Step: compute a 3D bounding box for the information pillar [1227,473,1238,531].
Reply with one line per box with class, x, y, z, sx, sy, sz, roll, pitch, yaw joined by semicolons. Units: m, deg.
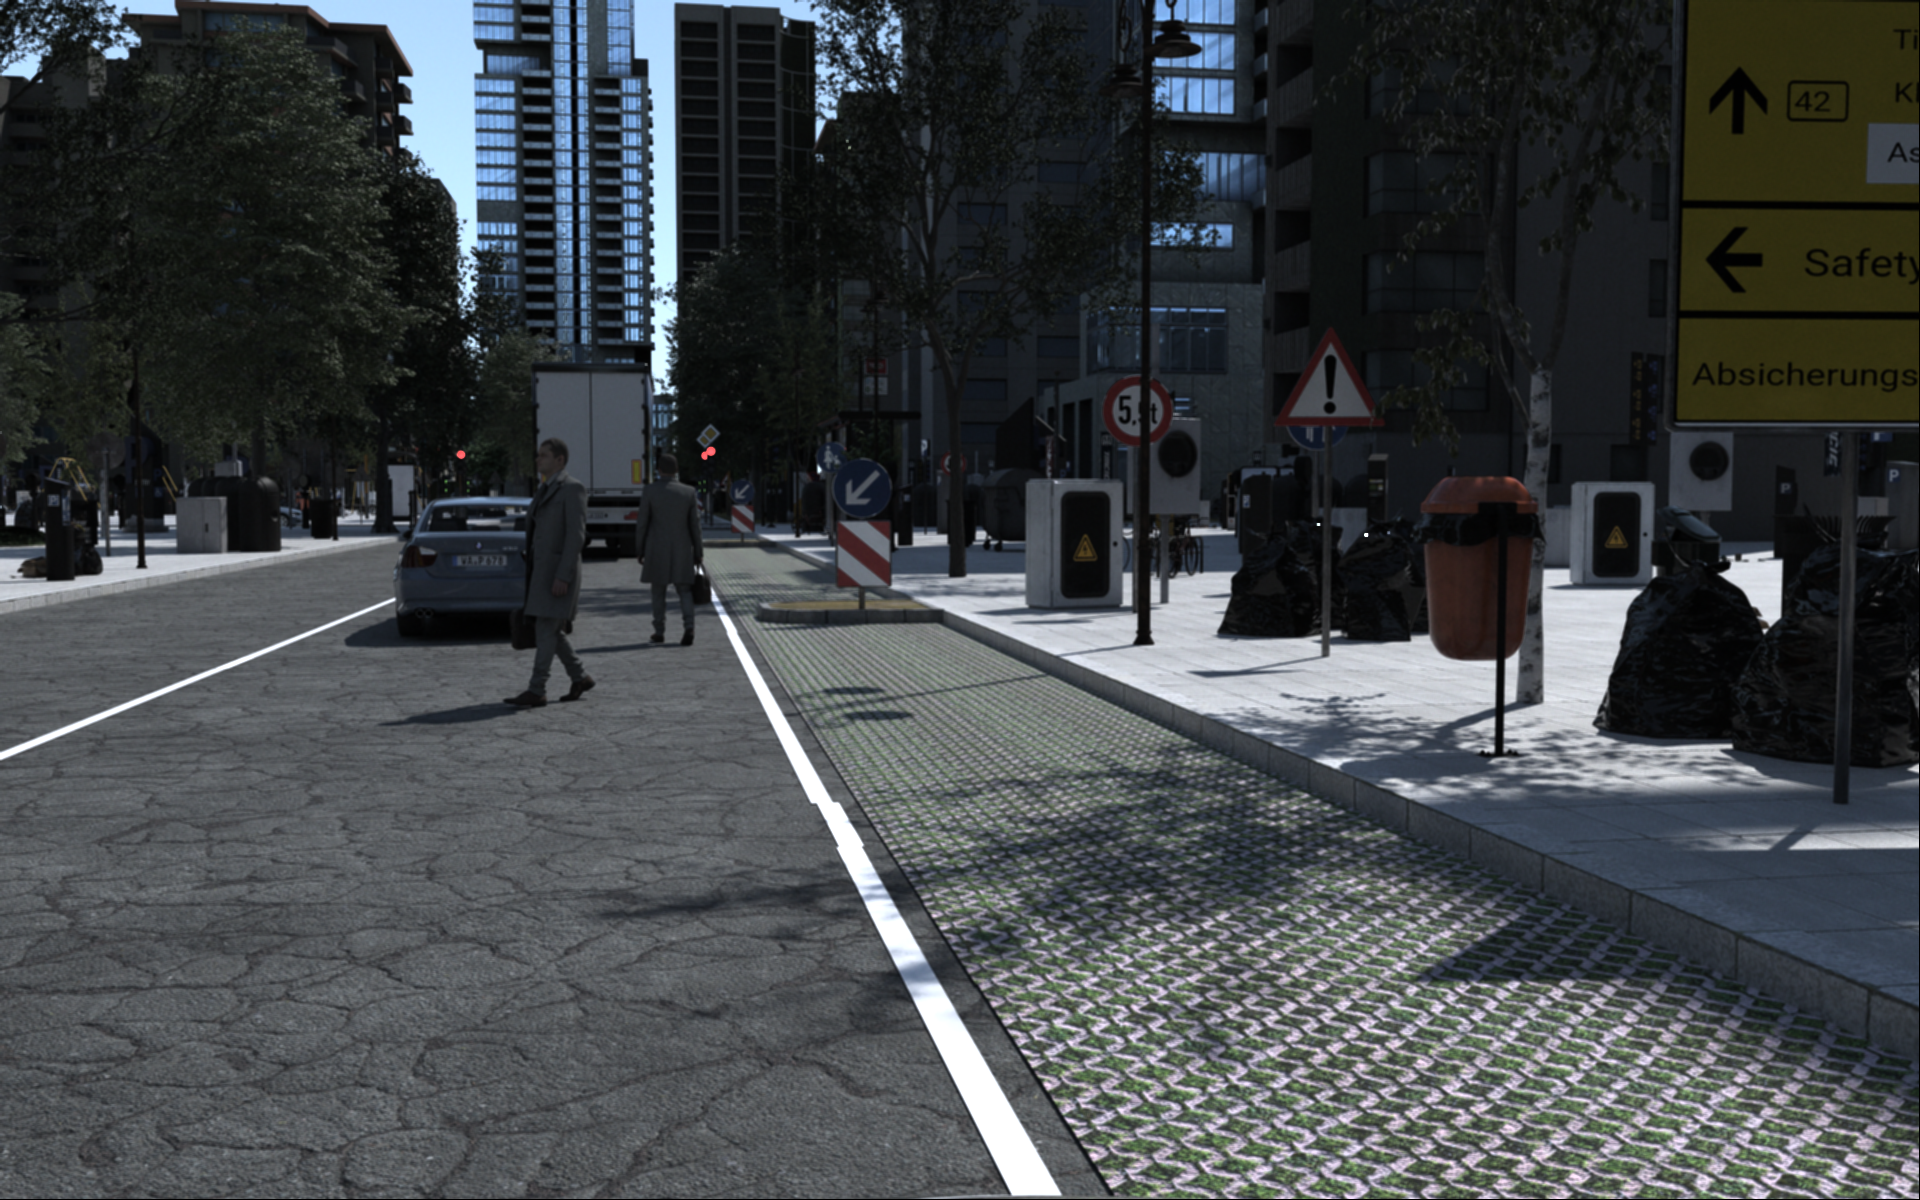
information pillar;9.564;-3.452;60.935;0.304;2.012;0.304;1;4;12

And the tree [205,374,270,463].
tree;-42.439;-9.272;101.959;4.360;8.622;3.978;0;3;0

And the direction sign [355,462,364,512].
direction sign;-42.315;-7.978;122.436;0.379;3.537;0.876;3;4;36

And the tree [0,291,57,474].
tree;-49.641;-10.325;86.939;7.486;12.596;7.792;0;3;0

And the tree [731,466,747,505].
tree;-14.092;-7.006;109.148;1.663;3.219;1.824;0;3;0

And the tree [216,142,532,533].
tree;-18.961;-8.538;56.610;9.611;12.733;9.660;0;3;0

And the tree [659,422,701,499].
tree;-32.780;-18.817;218.029;12.009;13.543;11.850;0;3;0

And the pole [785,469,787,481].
pole;-10.239;-6.614;101.987;0.158;3.312;0.155;0;3;0

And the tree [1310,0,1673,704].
tree;3.694;-3.681;10.555;4.360;8.622;3.978;0;3;0

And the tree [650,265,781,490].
tree;-19.481;-17.477;141.633;12.611;20.169;13.585;0;3;0

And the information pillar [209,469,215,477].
information pillar;-21.551;-2.800;50.276;0.304;2.012;0.304;2;4;33

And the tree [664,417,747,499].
tree;-27.727;-16.537;187.380;9.611;12.733;9.660;0;3;0

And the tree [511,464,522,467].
tree;-34.856;-12.784;143.425;7.601;10.594;8.767;1;4;10

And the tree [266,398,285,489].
tree;-45.490;-9.772;110.134;4.737;8.622;4.395;0;3;0

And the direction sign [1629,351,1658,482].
direction sign;10.982;-2.194;27.871;0.876;3.537;0.379;-3;5;-43

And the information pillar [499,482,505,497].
information pillar;-27.899;-6.179;105.518;0.304;2.012;0.304;-2;4;-24

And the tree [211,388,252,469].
tree;-35.049;-7.855;78.793;4.737;8.622;4.395;0;3;0

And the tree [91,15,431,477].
tree;-16.685;-7.548;41.533;7.486;12.596;7.792;0;3;0

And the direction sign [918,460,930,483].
direction sign;-2.403;-7.521;114.970;0.876;3.537;0.379;0;4;5

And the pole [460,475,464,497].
pole;-21.841;-5.019;75.909;0.158;3.312;0.155;0;3;0

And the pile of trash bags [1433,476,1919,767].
pile of trash bags;3.994;0.051;8.927;3.447;1.369;1.912;-1;4;-10

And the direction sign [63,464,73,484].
direction sign;-70.082;-8.832;136.400;0.379;3.537;0.876;0;4;4

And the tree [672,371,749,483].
tree;-22.571;-14.665;157.895;7.486;12.596;7.792;0;3;0

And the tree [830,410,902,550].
tree;-1.912;-2.765;39.806;1.663;3.219;1.824;0;3;0

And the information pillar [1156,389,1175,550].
information pillar;4.587;-2.890;38.611;0.504;3.616;0.183;-2;4;-34

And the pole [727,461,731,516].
pole;-13.581;-6.605;101.834;0.158;3.312;0.155;0;3;0

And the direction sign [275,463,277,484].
direction sign;-49.582;-8.174;125.642;0.379;3.537;0.876;-2;4;-27

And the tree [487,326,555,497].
tree;-30.216;-12.167;117.058;7.486;12.596;7.792;0;3;0

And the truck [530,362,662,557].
truck;-8.762;-3.273;42.430;2.839;4.237;11.283;-1;4;-9

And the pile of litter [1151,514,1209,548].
pile of litter;5.207;-1.717;42.035;1.176;0.858;1.719;-3;5;-40

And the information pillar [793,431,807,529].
information pillar;-5.967;-4.474;64.507;0.504;3.616;0.183;-1;4;-16

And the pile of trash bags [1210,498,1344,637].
pile of trash bags;4.059;-0.421;16.637;1.912;1.369;3.447;3;5;41

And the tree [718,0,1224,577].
tree;0.113;-5.649;26.776;8.767;10.594;7.601;1;4;21

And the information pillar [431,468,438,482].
information pillar;-37.271;-8.054;123.035;0.504;3.616;0.183;-1;4;-10

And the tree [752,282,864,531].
tree;-5.348;-6.680;59.580;4.737;8.622;4.395;0;3;0

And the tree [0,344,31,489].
tree;-44.216;-7.848;78.682;4.360;8.622;3.978;0;3;0

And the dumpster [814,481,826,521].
dumpster;-6.397;-4.413;77.908;1.264;1.857;1.865;-1;4;-10

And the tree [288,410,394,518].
tree;-32.899;-8.673;92.171;4.737;8.622;4.395;0;3;0

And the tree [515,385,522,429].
tree;-36.679;-15.018;155.914;12.009;13.543;11.850;0;3;0

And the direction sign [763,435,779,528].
direction sign;-7.231;-4.543;66.276;0.379;3.537;0.876;3;4;36

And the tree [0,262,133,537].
tree;-25.972;-6.202;51.769;4.737;8.622;4.395;0;3;0

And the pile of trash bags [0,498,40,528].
pile of trash bags;-35.906;-3.325;64.112;3.447;1.369;1.912;-1;4;-12

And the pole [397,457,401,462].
pole;-28.160;-5.701;87.061;0.158;3.312;0.155;0;3;0

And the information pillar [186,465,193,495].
information pillar;-60.933;-8.907;136.989;0.504;3.616;0.183;-1;4;-19

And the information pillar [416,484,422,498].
information pillar;-35.318;-6.642;113.083;0.304;2.012;0.304;-2;4;-34

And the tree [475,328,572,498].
tree;-33.391;-13.803;132.338;9.857;13.997;8.962;0;3;0

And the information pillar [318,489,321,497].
information pillar;-52.694;-8.457;142.766;0.304;2.012;0.304;1;4;15

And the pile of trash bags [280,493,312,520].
pile of trash bags;-38.595;-5.381;97.732;3.447;1.369;1.912;-3;5;-45

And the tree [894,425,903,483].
tree;-5.939;-12.329;151.937;4.737;8.622;4.395;0;3;0

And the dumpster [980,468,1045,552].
dumpster;1.235;-2.036;39.050;1.264;1.857;1.865;-1;4;-10

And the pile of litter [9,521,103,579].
pile of litter;-14.176;-0.804;27.105;1.176;0.858;1.719;1;4;19

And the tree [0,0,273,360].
tree;-13.621;-5.402;22.738;7.601;10.594;8.767;1;4;12

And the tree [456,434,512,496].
tree;-26.140;-6.808;95.022;4.285;4.588;4.351;0;3;0

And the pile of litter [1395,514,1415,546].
pile of litter;9.739;-1.405;36.942;1.176;0.858;1.719;3;4;39

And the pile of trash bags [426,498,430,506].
pile of trash bags;-37.809;-6.750;120.118;3.447;1.369;1.912;-1;4;-13

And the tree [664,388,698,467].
tree;-24.652;-14.769;167.232;9.928;11.665;9.643;0;3;0

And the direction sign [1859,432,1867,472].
direction sign;32.046;-4.287;62.096;0.876;3.537;0.379;0;4;-4

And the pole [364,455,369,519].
pole;-30.647;-5.845;89.413;0.158;3.312;0.155;0;3;0

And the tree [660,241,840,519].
tree;-10.228;-11.043;87.204;9.857;13.997;8.962;0;3;0
